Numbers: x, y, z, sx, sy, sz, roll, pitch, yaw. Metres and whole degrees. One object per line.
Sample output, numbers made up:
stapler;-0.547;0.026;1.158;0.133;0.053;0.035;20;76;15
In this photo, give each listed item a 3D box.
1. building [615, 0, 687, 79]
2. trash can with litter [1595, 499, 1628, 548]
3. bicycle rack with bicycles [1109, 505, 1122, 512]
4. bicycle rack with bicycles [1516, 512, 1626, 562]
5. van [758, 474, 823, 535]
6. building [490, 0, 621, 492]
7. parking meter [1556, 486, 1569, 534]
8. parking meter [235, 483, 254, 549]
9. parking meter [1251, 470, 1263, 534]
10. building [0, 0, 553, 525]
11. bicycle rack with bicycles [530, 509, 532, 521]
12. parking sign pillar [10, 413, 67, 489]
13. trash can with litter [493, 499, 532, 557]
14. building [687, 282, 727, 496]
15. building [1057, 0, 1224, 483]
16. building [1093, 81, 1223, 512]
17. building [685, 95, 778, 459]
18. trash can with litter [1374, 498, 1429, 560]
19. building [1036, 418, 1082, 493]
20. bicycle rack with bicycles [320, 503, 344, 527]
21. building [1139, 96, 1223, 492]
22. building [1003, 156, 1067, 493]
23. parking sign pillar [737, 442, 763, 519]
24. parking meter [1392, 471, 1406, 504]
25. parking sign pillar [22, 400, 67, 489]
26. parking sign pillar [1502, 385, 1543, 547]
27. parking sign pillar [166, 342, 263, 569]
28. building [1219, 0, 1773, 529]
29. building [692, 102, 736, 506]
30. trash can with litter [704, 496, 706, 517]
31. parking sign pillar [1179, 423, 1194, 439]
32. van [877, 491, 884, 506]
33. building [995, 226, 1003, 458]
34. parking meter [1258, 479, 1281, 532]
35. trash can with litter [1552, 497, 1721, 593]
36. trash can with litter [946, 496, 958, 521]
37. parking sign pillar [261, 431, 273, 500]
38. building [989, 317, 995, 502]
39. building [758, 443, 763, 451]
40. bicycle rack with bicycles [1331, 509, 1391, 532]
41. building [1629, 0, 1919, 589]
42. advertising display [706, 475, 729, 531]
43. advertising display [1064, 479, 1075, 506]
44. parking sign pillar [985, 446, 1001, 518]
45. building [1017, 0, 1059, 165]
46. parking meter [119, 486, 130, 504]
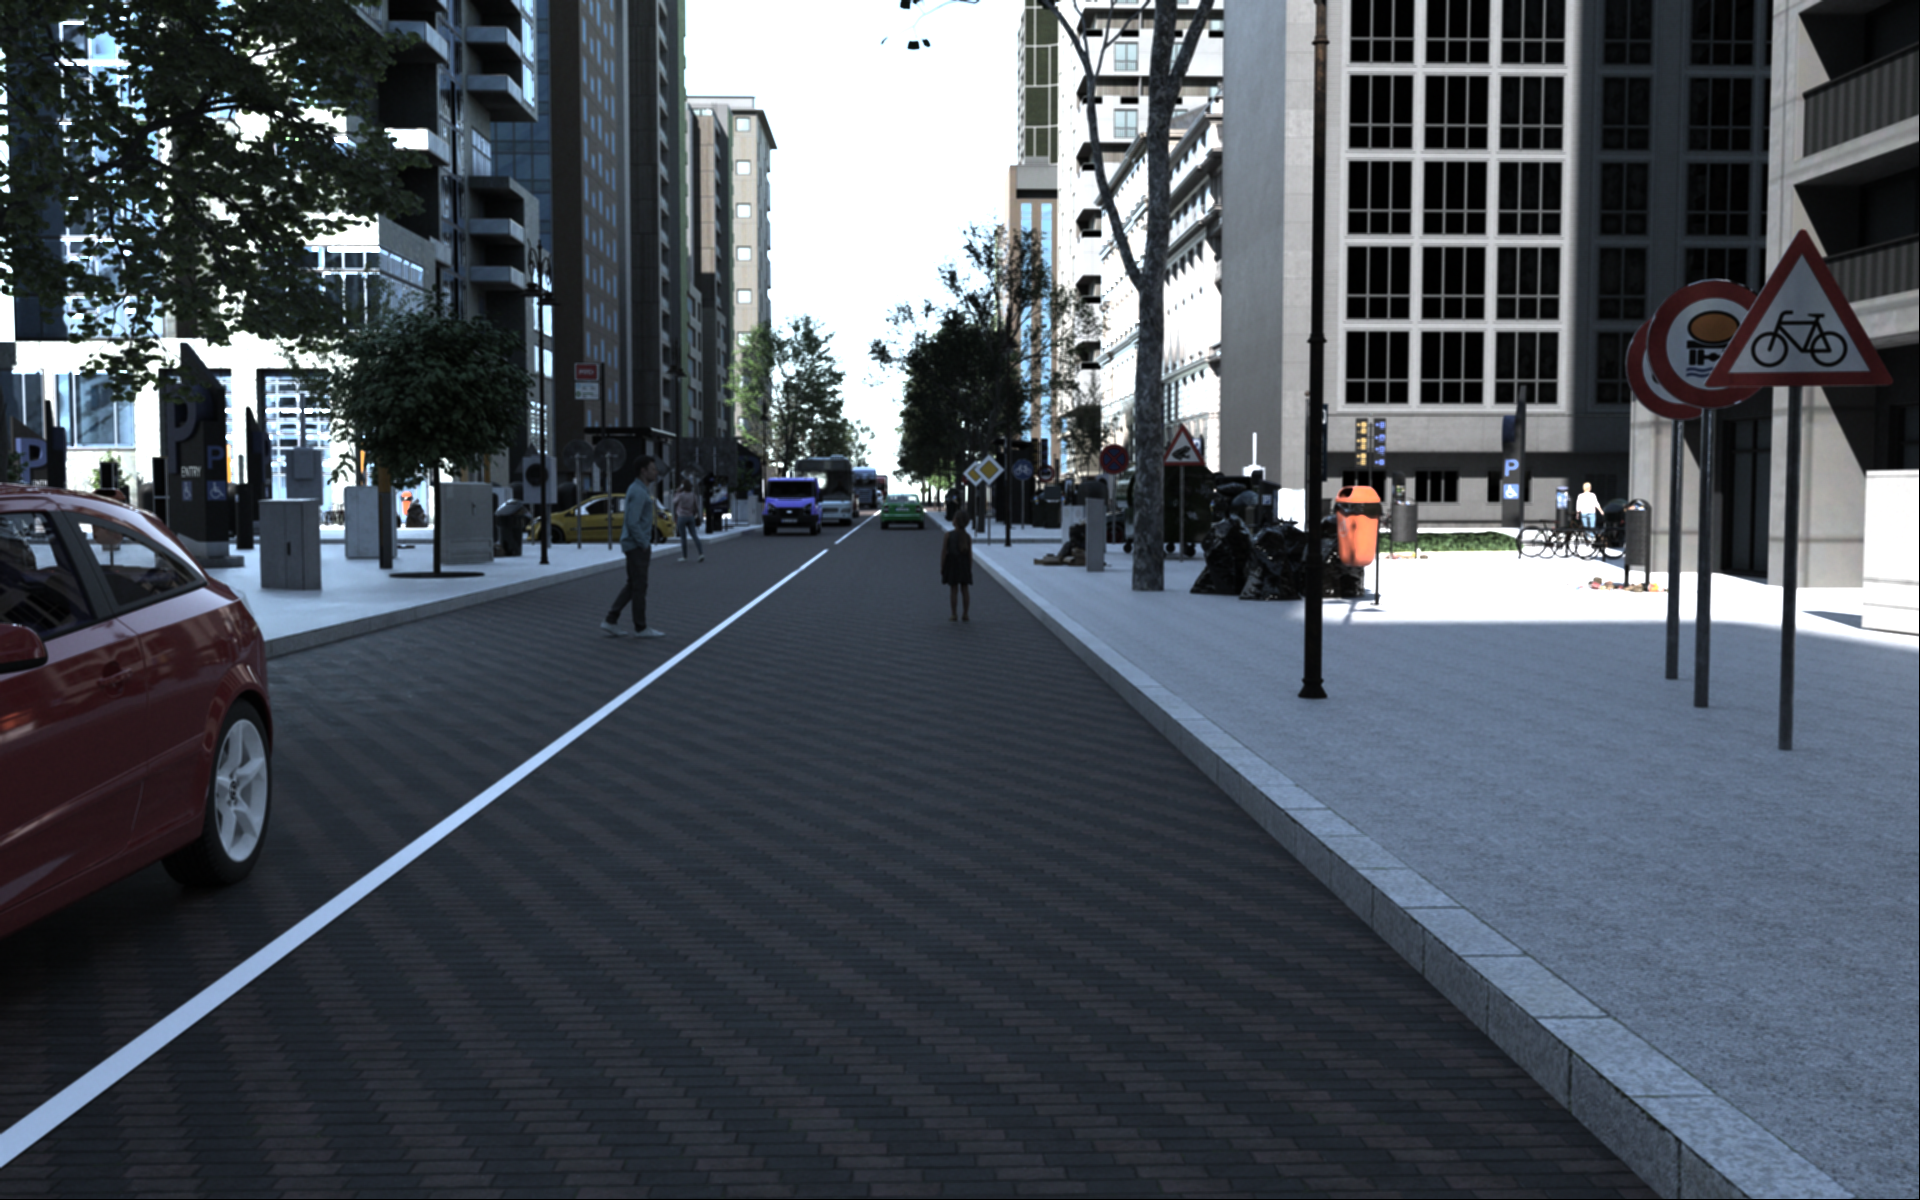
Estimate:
building;-28.706;-27.463;132.617;14.154;41.232;14.086;0;4;-2
trash can with litter;15.629;-1.839;41.458;0.624;1.170;1.055;3;5;45
bicycle rack with bicycles;7.055;-4.277;83.313;2.925;0.926;2.852;0;4;7
bicycle rack with bicycles;12.222;-1.267;34.092;2.852;0.926;2.925;-3;5;-40
van;-5.968;-3.518;61.896;2.240;2.365;5.245;0;4;-3
building;-31.202;-28.548;116.874;14.600;45.320;14.200;0;4;-2
parking meter;19.497;-2.915;56.074;0.372;1.533;0.369;0;3;0
parking meter;-16.690;-1.956;40.392;0.372;1.533;0.369;0;3;0
parking meter;7.174;-2.212;41.877;0.255;1.863;0.399;1;4;17
building;-32.887;-47.237;85.003;22.319;86.520;31.000;0;4;-2
bicycle rack with bicycles;-14.910;-2.942;61.484;2.925;0.926;2.852;1;4;10
parking sign pillar;-32.279;-4.395;60.329;1.447;3.967;1.447;2;4;30
trash can with litter;-9.308;-1.472;35.449;0.624;1.170;1.055;1;4;22
building;-36.244;-18.952;154.902;27.650;21.520;28.899;0;4;-2
building;23.164;-34.498;153.273;28.713;52.752;27.495;0;4;-2
building;16.310;-19.396;114.395;12.463;27.353;25.104;0;4;-2
building;-39.584;-39.390;233.263;28.713;52.752;27.495;0;4;-2
trash can with litter;8.357;-1.417;34.224;2.233;1.210;1.678;0;4;-2
building;23.952;-29.841;179.789;32.217;40.220;23.993;0;4;-2
bicycle rack with bicycles;-25.319;-3.410;69.143;2.852;0.926;2.925;1;4;16
building;17.538;-15.184;90.054;13.314;21.916;24.055;0;4;-2
building;12.979;-35.450;229.713;14.600;45.320;14.200;0;4;-2
parking sign pillar;-10.659;-6.060;87.556;1.447;3.967;1.447;-2;4;-24
parking meter;11.138;-2.342;44.008;0.255;1.863;0.399;0;4;-2
parking sign pillar;-26.258;-3.785;50.352;1.447;3.967;1.447;-2;4;-24
parking sign pillar;13.582;-3.302;42.464;1.447;3.967;1.447;1;4;23
parking sign pillar;-13.356;-2.560;30.326;1.447;3.967;1.447;3;5;39
building;23.491;-16.832;68.718;24.014;27.812;14.314;0;4;-2
building;-30.645;-30.123;176.112;14.154;41.232;14.086;0;4;-2
trash can with litter;-14.364;-5.135;95.348;1.055;1.170;0.624;2;4;32
parking sign pillar;8.464;-4.679;64.975;1.447;3.967;1.447;-1;4;-22
van;-10.366;-12.653;213.890;2.013;2.044;4.112;0;4;-2
building;12.222;-35.538;264.639;14.154;41.232;14.086;0;4;-2
parking meter;5.188;-1.261;29.035;0.372;1.533;0.369;0;3;0
trash can with litter;8.997;-0.748;23.292;1.678;1.210;2.233;-1;4;-9
trash can with litter;-0.139;-4.265;81.122;1.055;1.170;0.624;1;4;22
parking sign pillar;-21.895;-4.017;54.150;1.447;3.967;1.447;0;4;-7
building;11.578;-31.035;279.124;14.160;30.474;14.107;0;4;-2
building;-42.337;-34.713;259.431;32.217;40.220;23.993;0;4;-2
bicycle rack with bicycles;13.152;-2.770;58.664;2.852;0.926;2.925;-3;5;-42
building;21.683;-35.387;16.836;20.563;71.187;20.611;0;4;-2
advertising display;-8.401;-3.345;59.911;0.123;1.923;0.974;3;4;38
advertising display;4.591;-4.124;72.644;0.123;1.923;0.974;-1;4;-15
parking sign pillar;1.994;-6.405;93.186;1.447;3.967;1.447;-1;4;-11
building;16.703;-49.430;246.427;20.563;71.187;20.611;0;4;-2
parking meter;-25.264;-2.683;52.283;0.372;1.533;0.369;0;3;0
